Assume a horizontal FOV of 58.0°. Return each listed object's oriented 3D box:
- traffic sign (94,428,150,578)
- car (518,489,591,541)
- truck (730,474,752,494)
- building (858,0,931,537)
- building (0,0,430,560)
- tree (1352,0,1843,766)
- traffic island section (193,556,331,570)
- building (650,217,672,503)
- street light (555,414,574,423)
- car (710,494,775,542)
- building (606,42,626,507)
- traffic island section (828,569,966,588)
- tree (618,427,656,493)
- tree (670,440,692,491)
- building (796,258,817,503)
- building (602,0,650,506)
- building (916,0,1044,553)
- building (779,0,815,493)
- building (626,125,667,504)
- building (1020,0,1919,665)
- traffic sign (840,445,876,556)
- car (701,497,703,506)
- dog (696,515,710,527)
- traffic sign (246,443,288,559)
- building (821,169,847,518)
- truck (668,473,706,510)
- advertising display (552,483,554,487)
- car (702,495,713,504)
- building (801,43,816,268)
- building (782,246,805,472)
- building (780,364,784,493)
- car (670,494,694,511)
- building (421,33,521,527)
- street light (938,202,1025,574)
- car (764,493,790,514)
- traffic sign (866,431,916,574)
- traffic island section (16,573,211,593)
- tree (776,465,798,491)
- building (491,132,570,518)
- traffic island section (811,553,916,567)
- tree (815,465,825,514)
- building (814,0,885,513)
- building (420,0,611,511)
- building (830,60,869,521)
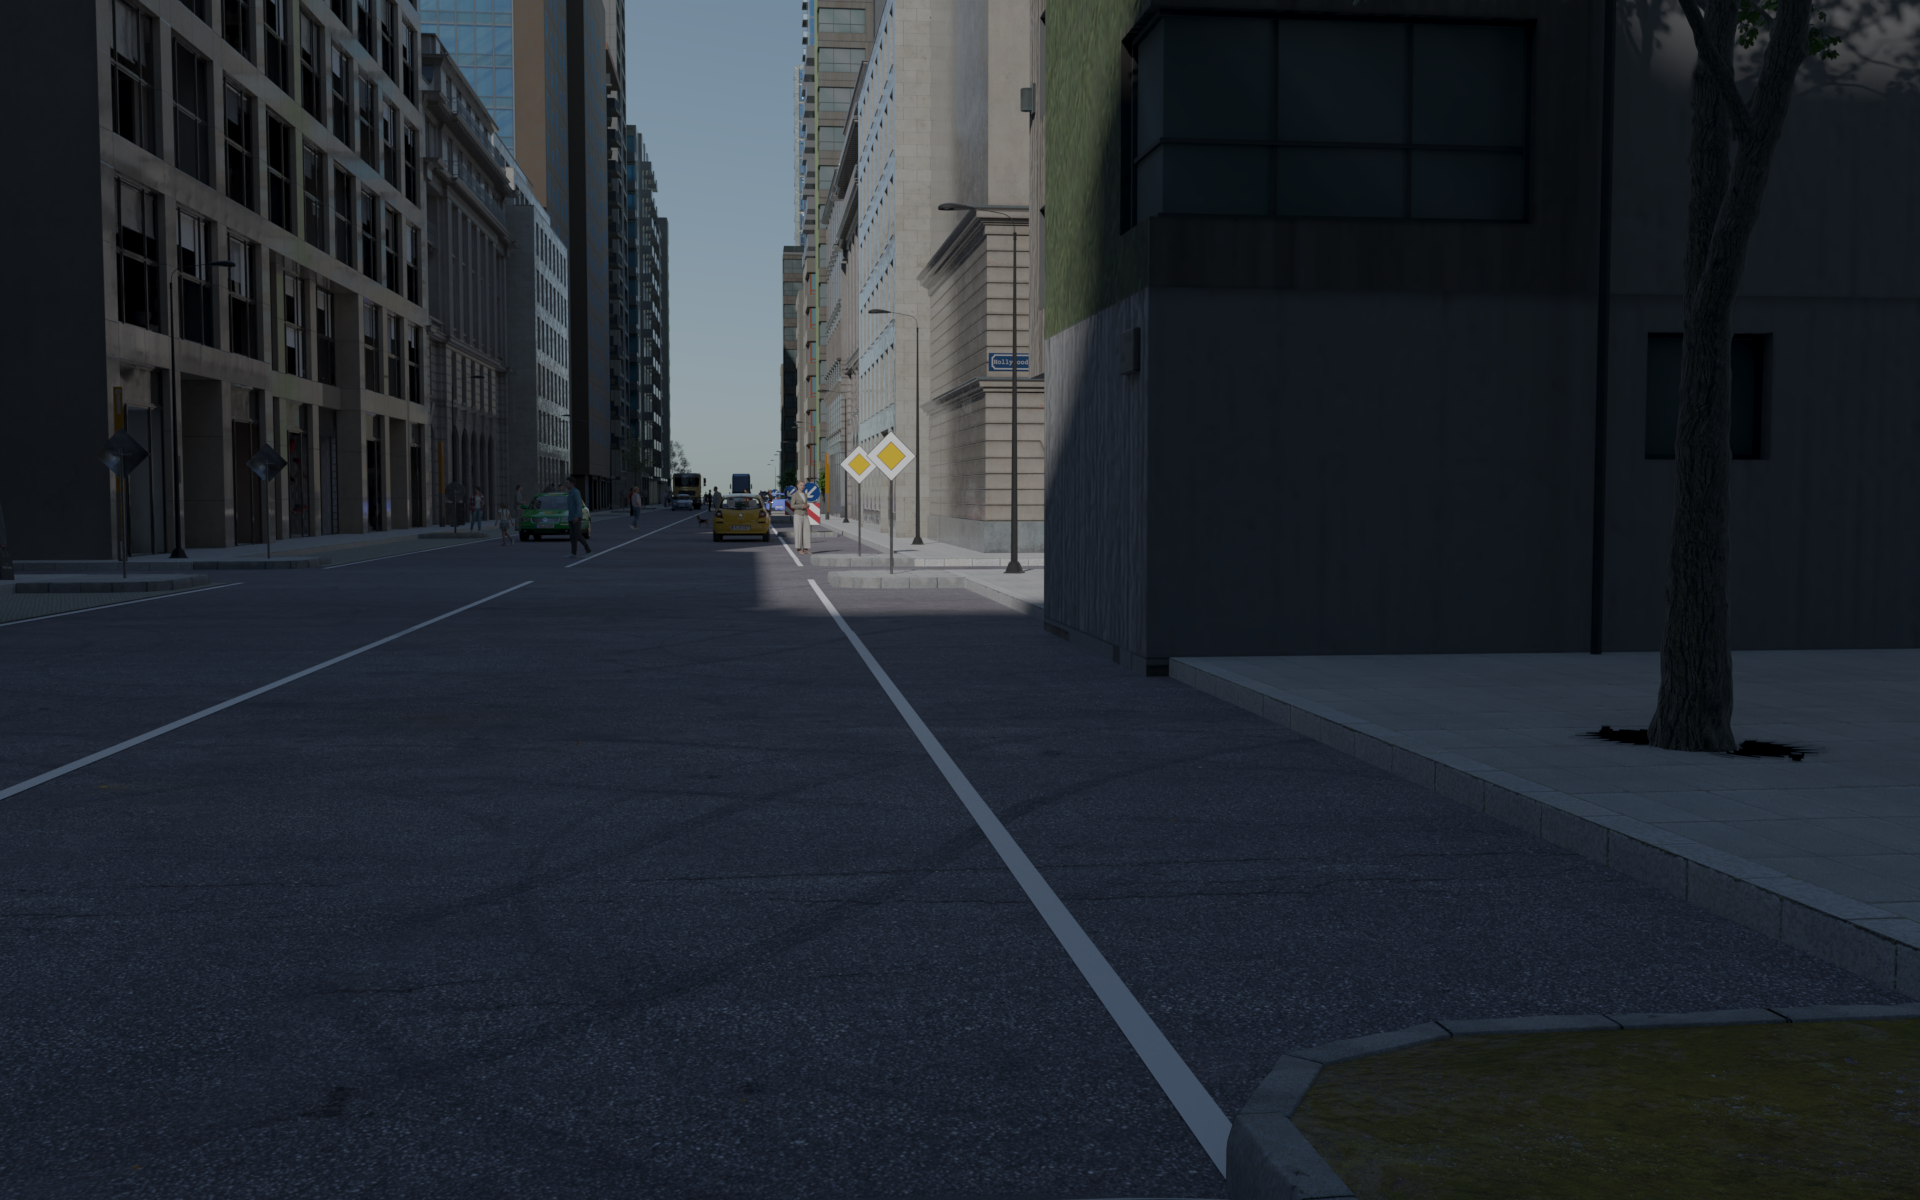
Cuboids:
[{"bbox_3d":[-12.711,-1.386,26.304,0.795,2.450,0.064,0,4,-7],"label":"traffic sign"},{"bbox_3d":[-12.593,-2.760,53.919,1.959,1.807,4.718,0,4,-5],"label":"car"},{"bbox_3d":[-27.874,-14.162,221.308,2.967,4.110,18.799,0,4,-8],"label":"truck"},{"bbox_3d":[2.250,-12.516,59.395,10.420,20.320,16.860,0,4,-7],"label":"building"},{"bbox_3d":[-28.092,-14.928,48.590,19.350,26.468,34.151,0,4,-7],"label":"building"},{"bbox_3d":[3.883,-5.053,8.380,9.928,11.665,9.643,0,3,0],"label":"tree"},{"bbox_3d":[-13.704,-0.734,34.289,2.009,0.180,2.903,0,4,-7],"label":"traffic island section"},{"bbox_3d":[-48.948,-34.520,247.991,14.154,41.232,14.086,0,4,-7],"label":"building"},{"bbox_3d":[-23.368,-7.856,100.993,1.470,5.913,1.316,0,4,-7],"label":"street light"},{"bbox_3d":[-6.694,-2.631,53.243,2.015,1.641,3.980,0,4,-6],"label":"car"},{"bbox_3d":[-43.788,-31.210,164.913,22.147,44.769,28.867,0,4,-7],"label":"building"},{"bbox_3d":[-1.078,-0.336,27.779,2.009,0.180,2.903,0,4,-7],"label":"traffic island section"},{"bbox_3d":[-34.698,-14.384,185.539,4.360,8.622,3.978,0,3,0],"label":"tree"},{"bbox_3d":[-44.708,-20.337,266.919,7.601,10.594,8.767,0,4,1],"label":"tree"},{"bbox_3d":[0.760,-18.231,143.121,27.650,21.520,28.899,0,4,-7],"label":"building"},{"bbox_3d":[-46.679,-46.531,199.040,20.563,71.187,20.611,0,4,-7],"label":"building"},{"bbox_3d":[16.699,-13.752,43.923,34.723,24.649,14.460,0,4,-7],"label":"building"},{"bbox_3d":[-15.170,-57.518,253.089,22.319,86.520,31.000,0,4,-7],"label":"building"},{"bbox_3d":[-50.691,-37.021,224.902,23.786,49.044,30.456,0,4,-7],"label":"building"},{"bbox_3d":[7.598,-15.204,20.291,14.160,30.474,14.107,0,4,-7],"label":"building"},{"bbox_3d":[-2.071,-1.956,35.625,0.795,2.450,0.064,0,4,-7],"label":"traffic sign"},{"bbox_3d":[-32.180,-12.116,209.896,2.131,1.459,4.920,0,4,-7],"label":"car"},{"bbox_3d":[-11.187,-3.430,75.367,0.540,0.507,0.406,-2,4,-28],"label":"dog"},{"bbox_3d":[-13.681,-1.871,34.231,0.795,2.450,0.064,0,4,-7],"label":"traffic sign"},{"bbox_3d":[-2.886,-15.467,102.030,9.793,20.994,18.267,0,4,-7],"label":"building"},{"bbox_3d":[-25.341,-10.084,160.797,3.469,3.379,9.791,-1,4,-9],"label":"truck"},{"bbox_3d":[-22.899,-5.642,97.457,0.123,1.923,0.974,-1,4,-15],"label":"advertising display"},{"bbox_3d":[-35.552,-14.288,245.972,2.083,1.381,4.827,0,4,-5],"label":"car"},{"bbox_3d":[-4.233,-33.758,171.553,23.786,49.044,30.456,0,4,-7],"label":"building"},{"bbox_3d":[-13.759,-26.393,203.233,14.160,30.474,14.107,0,4,-7],"label":"building"},{"bbox_3d":[-9.254,-23.281,225.678,27.650,21.520,28.899,0,4,-7],"label":"building"},{"bbox_3d":[-23.788,-8.328,148.158,2.014,1.417,4.499,-1,4,-9],"label":"car"},{"bbox_3d":[-28.024,-14.447,78.002,13.314,21.916,24.055,0,4,-7],"label":"building"},{"bbox_3d":[0.341,-3.381,27.825,1.470,5.913,1.316,0,4,-7],"label":"street light"},{"bbox_3d":[-13.173,-7.081,125.368,1.945,1.707,3.694,0,4,-8],"label":"car"},{"bbox_3d":[-1.101,-1.471,27.699,0.795,2.450,0.064,0,4,-7],"label":"traffic sign"},{"bbox_3d":[-12.734,-0.250,26.363,2.009,0.180,2.903,0,4,-7],"label":"traffic island section"},{"bbox_3d":[-18.745,-12.825,193.398,4.285,4.588,4.351,0,3,0],"label":"tree"},{"bbox_3d":[-28.563,-14.944,99.079,10.420,20.320,16.860,0,4,-7],"label":"building"},{"bbox_3d":[-2.048,-0.821,35.705,2.009,0.180,2.903,0,4,-7],"label":"traffic island section"},{"bbox_3d":[-8.899,-7.218,112.623,1.663,3.219,1.824,0,3,0],"label":"tree"},{"bbox_3d":[-3.086,-26.718,120.439,14.154,41.232,14.086,0,4,-7],"label":"building"},{"bbox_3d":[-36.855,-30.213,144.088,14.600,45.320,14.200,0,4,-7],"label":"building"},{"bbox_3d":[1.220,-14.596,80.447,13.314,21.916,24.055,0,4,-7],"label":"building"}]
